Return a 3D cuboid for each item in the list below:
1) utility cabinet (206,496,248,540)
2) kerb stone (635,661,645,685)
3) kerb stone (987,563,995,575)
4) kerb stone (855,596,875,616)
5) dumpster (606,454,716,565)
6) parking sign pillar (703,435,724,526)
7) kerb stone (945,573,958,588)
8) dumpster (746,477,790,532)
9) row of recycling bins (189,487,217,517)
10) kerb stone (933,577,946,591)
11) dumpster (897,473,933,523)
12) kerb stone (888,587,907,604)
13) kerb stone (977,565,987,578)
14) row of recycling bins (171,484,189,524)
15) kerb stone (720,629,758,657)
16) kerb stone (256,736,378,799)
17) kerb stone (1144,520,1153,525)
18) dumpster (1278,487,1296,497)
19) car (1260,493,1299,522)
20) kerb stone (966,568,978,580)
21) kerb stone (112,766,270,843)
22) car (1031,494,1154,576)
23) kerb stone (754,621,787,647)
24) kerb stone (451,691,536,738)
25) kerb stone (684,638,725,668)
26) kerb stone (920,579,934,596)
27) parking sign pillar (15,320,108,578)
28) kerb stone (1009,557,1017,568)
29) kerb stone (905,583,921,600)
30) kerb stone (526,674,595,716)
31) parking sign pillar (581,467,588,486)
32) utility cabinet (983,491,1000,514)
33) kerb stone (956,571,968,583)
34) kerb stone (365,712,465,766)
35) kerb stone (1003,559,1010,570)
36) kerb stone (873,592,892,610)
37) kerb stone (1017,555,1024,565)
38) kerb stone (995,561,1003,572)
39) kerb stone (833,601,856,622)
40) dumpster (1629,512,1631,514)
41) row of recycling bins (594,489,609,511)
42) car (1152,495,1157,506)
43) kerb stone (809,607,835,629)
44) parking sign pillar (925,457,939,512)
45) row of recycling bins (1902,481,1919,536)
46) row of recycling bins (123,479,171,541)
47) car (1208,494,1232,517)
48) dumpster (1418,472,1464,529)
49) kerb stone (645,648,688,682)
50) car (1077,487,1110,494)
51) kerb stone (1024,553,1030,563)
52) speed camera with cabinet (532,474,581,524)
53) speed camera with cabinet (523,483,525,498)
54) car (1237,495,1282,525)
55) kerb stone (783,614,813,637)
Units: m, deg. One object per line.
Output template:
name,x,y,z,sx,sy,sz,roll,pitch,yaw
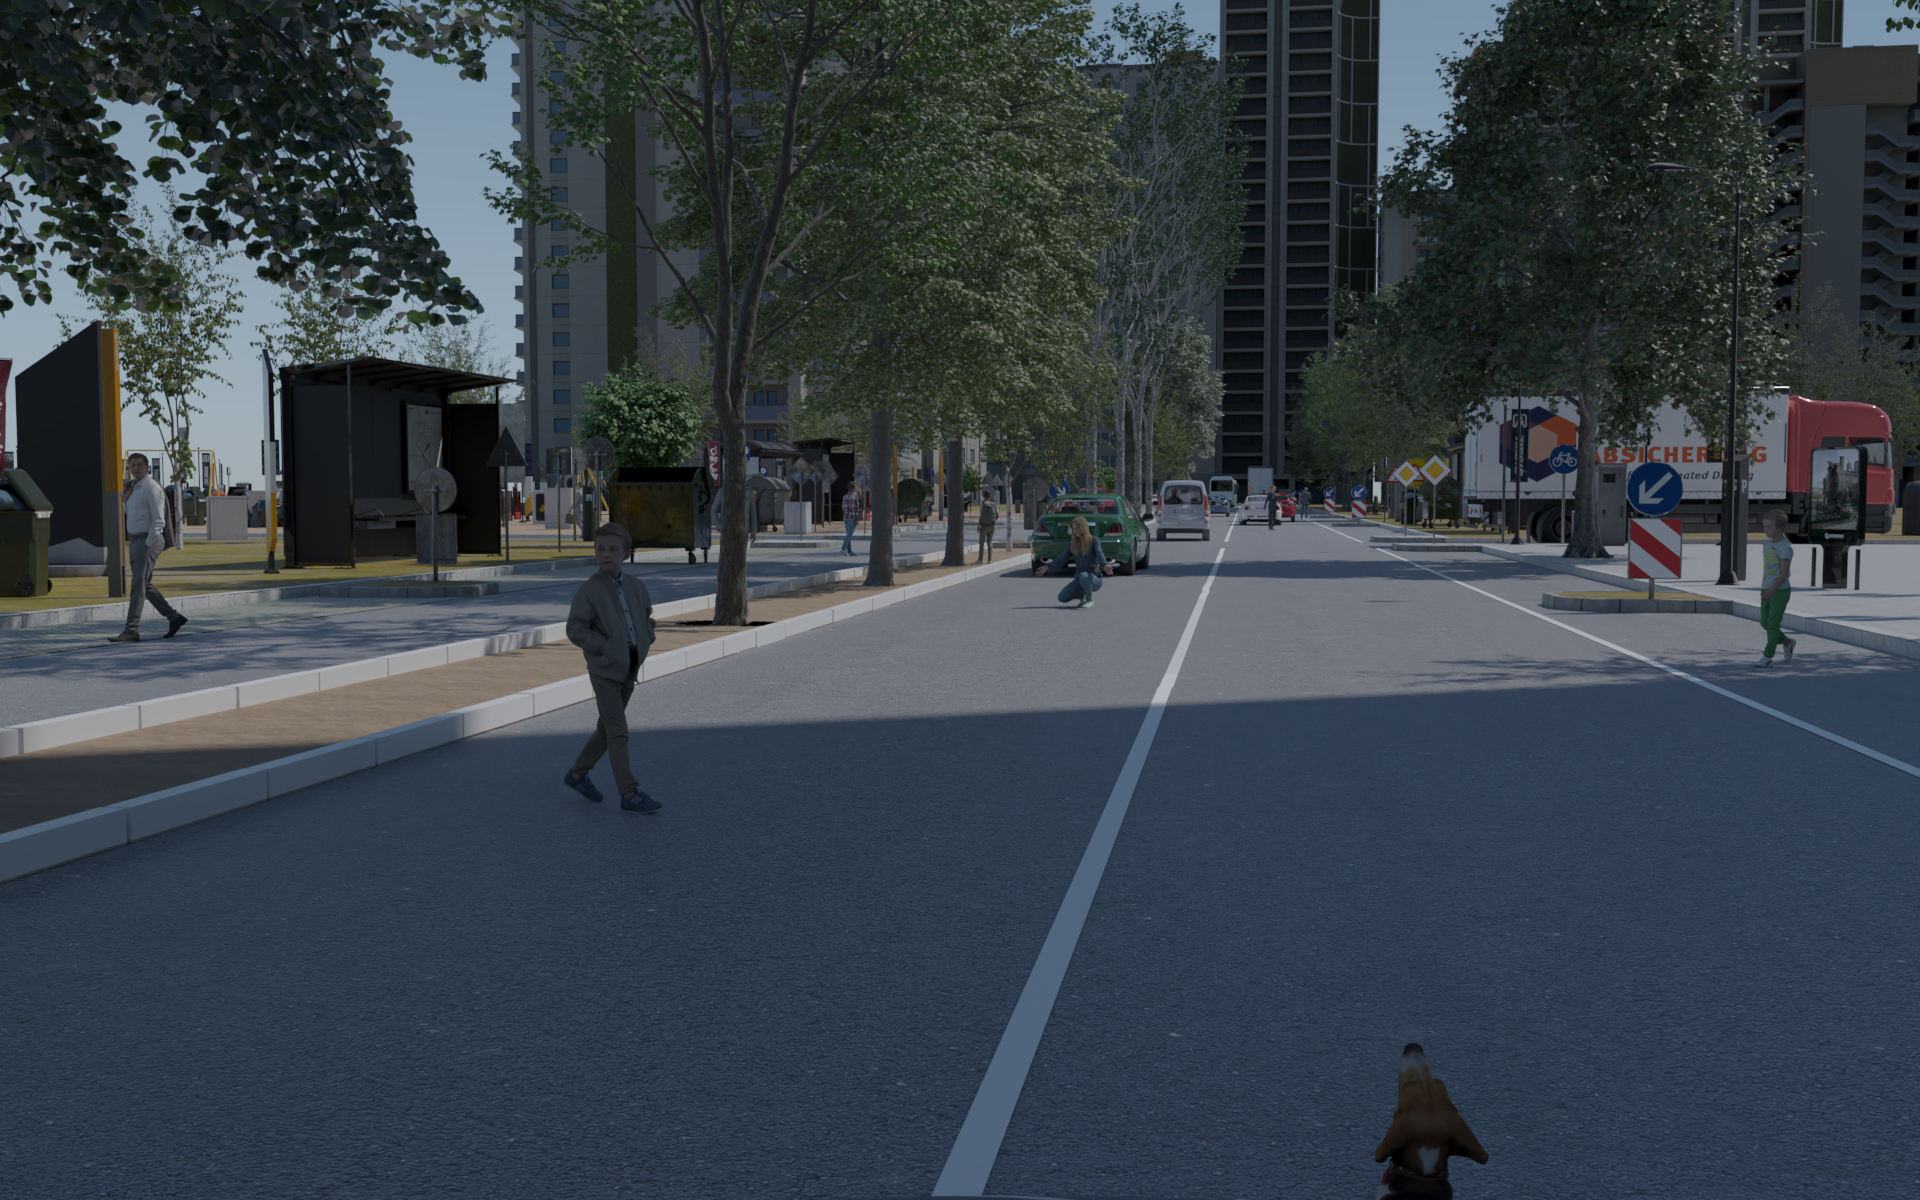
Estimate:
utility cabinet,-20.457,-2.273,48.332,1.020,1.237,0.306,-3,5,-39
kerb stone,-2.553,0.584,12.665,0.120,0.150,1.000,1,4,9
kerb stone,0.449,-0.528,30.853,0.120,0.150,1.000,1,4,9
kerb stone,-1.218,0.088,20.760,0.120,0.150,1.000,1,4,9
dumpster,-6.126,-1.866,35.465,1.985,2.255,1.502,1,4,10
parking sign pillar,-9.691,-4.983,69.949,1.447,3.967,1.447,0,4,-6
kerb stone,-0.217,-0.276,26.811,0.120,0.150,1.000,1,4,9
dumpster,-6.613,-3.254,58.969,1.264,1.857,1.865,1,4,10
row of recycling bins,-42.921,-5.424,95.798,3.534,1.692,1.069,-1,4,-13
kerb stone,-0.386,-0.221,25.803,0.120,0.150,1.000,1,4,9
dumpster,-2.120,-4.627,78.141,1.502,2.255,1.985,1,4,9
kerb stone,-0.890,-0.036,22.779,0.120,0.150,1.000,1,4,9
kerb stone,0.285,-0.468,29.842,0.120,0.150,1.000,1,4,9
row of recycling bins,-34.490,-4.014,72.737,3.534,1.692,1.069,-2,4,-28
kerb stone,-2.049,0.398,15.690,0.120,0.150,1.000,1,4,9
kerb stone,-3.215,0.836,8.623,0.120,0.150,1.000,1,4,9
kerb stone,9.042,-3.719,83.048,0.120,0.150,1.000,1,4,9
dumpster,36.715,-11.601,194.624,1.985,2.255,1.502,1,4,9
car,16.468,-4.934,89.708,2.155,1.783,4.494,1,4,11
kerb stone,0.117,-0.406,28.833,0.120,0.150,1.000,1,4,9
kerb stone,-3.380,0.895,7.615,0.120,0.150,1.000,1,4,9
car,2.459,-1.236,32.011,2.131,1.459,4.920,1,4,11
kerb stone,-1.877,0.336,16.697,0.120,0.150,1.000,1,4,9
kerb stone,-2.882,0.709,10.643,0.120,0.150,1.000,1,4,9
kerb stone,-2.217,0.460,14.681,0.120,0.150,1.000,1,4,9
kerb stone,-0.549,-0.159,24.794,0.120,0.150,1.000,1,4,9
parking sign pillar,-13.984,-2.361,27.074,1.447,3.967,1.447,0,4,-1
kerb stone,0.949,-0.710,33.894,0.120,0.150,1.000,1,4,9
kerb stone,-0.716,-0.097,23.786,0.120,0.150,1.000,1,4,9
kerb stone,-2.718,0.645,11.651,0.120,0.150,1.000,1,4,9
parking sign pillar,-21.822,-6.848,100.430,1.447,3.967,1.447,-1,4,-14
utility cabinet,2.061,-6.362,112.695,1.173,1.500,0.318,3,5,44
kerb stone,-0.057,-0.341,27.821,0.120,0.150,1.000,1,4,9
kerb stone,-3.047,0.774,9.634,0.120,0.150,1.000,1,4,9
kerb stone,0.782,-0.653,32.876,0.120,0.150,1.000,1,4,9
kerb stone,-1.046,0.029,21.768,0.120,0.150,1.000,1,4,9
kerb stone,1.115,-0.777,34.906,0.120,0.150,1.000,1,4,9
kerb stone,0.617,-0.588,31.866,0.120,0.150,1.000,1,4,9
kerb stone,-1.380,0.150,19.745,0.120,0.150,1.000,1,4,9
dumpster,20.340,-3.183,54.534,1.502,2.255,1.985,1,4,9
row of recycling bins,-28.336,-7.811,134.825,3.534,1.692,1.069,1,4,20
car,20.851,-10.412,182.600,2.083,1.381,4.827,1,4,9
kerb stone,-1.556,0.216,18.736,0.120,0.150,1.000,1,4,9
parking sign pillar,-2.220,-8.425,126.224,1.447,3.967,1.447,1,4,13
row of recycling bins,31.086,-2.837,53.494,3.534,1.692,1.069,1,4,9
row of recycling bins,-22.880,-2.428,46.813,1.069,1.692,3.534,0,4,5
car,16.356,-6.029,110.570,2.014,1.417,4.499,1,4,9
dumpster,18.109,-3.838,65.245,1.502,2.255,1.985,1,4,9
kerb stone,-2.382,0.521,13.673,0.120,0.150,1.000,1,4,9
car,7.545,-5.497,98.555,2.281,1.827,5.304,1,4,11
kerb stone,1.287,-0.839,35.914,0.120,0.150,1.000,1,4,9
speed camera with cabinet,-17.450,-4.930,74.942,2.038,3.252,0.660,-1,4,-10
speed camera with cabinet,-29.993,-7.827,122.303,2.038,3.252,0.660,2,4,35
car,14.003,-4.187,80.815,2.083,1.381,4.827,0,4,8
kerb stone,-1.715,0.274,17.716,0.120,0.150,1.000,1,4,9
